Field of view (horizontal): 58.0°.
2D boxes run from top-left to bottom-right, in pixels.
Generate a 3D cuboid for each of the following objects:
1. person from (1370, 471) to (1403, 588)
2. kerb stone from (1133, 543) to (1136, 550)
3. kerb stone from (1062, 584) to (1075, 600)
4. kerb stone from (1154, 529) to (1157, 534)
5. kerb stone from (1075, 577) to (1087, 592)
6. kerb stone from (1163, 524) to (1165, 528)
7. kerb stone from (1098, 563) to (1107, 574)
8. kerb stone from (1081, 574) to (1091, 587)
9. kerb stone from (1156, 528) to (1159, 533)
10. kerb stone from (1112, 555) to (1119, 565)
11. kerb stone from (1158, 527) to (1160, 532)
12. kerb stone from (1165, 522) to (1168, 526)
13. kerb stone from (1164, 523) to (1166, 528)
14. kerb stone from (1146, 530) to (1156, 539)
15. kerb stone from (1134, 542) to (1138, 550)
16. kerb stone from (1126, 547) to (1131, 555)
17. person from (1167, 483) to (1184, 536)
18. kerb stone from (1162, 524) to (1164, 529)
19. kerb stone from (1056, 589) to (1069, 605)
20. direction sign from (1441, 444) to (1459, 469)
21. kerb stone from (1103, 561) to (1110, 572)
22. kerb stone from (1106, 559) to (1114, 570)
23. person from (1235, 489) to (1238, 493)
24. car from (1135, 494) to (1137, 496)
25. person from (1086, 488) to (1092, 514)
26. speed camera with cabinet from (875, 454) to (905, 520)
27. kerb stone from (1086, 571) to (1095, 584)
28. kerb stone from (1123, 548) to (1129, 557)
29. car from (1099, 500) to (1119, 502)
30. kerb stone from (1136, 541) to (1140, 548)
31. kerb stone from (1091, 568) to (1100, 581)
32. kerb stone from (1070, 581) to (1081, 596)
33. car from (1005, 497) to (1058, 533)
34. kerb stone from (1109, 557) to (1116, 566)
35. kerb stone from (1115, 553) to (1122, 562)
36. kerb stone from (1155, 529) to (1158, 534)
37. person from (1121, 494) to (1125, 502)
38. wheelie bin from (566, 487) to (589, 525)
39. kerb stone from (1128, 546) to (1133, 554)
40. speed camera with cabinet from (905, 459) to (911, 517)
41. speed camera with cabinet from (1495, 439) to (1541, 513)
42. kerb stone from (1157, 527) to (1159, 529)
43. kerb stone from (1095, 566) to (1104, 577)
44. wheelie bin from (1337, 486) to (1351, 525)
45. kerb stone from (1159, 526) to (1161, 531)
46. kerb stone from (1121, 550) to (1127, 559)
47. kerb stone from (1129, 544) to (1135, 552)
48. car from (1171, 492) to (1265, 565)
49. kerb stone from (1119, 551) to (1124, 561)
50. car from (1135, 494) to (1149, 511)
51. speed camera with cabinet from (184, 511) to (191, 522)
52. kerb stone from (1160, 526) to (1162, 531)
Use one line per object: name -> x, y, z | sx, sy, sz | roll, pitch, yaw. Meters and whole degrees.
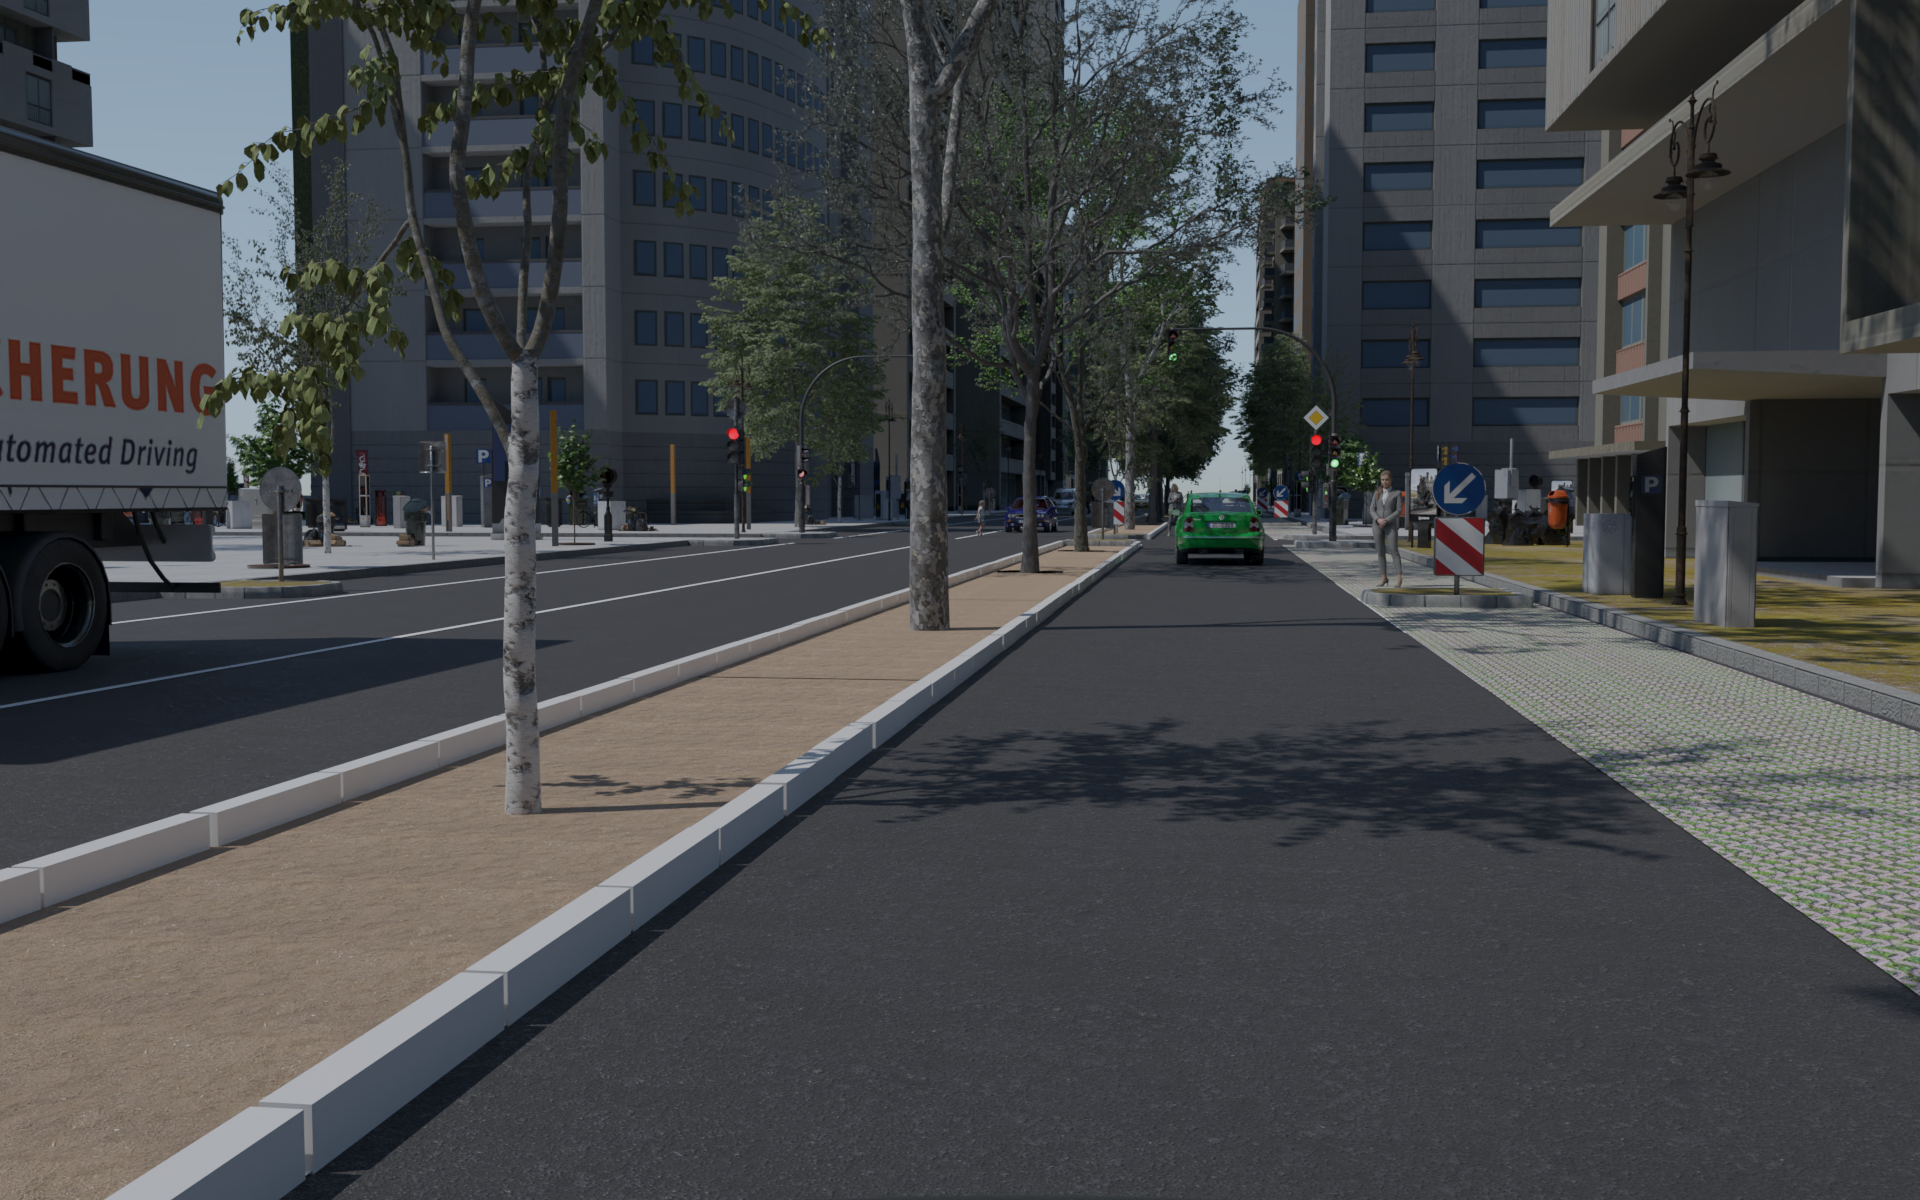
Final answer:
person -> 6.525, -1.086, 26.528 | 0.520, 1.790, 0.573 | 1, 4, 17
kerb stone -> 4.209, -1.255, 42.713 | 0.120, 0.150, 1.000 | 1, 4, 8
kerb stone -> 1.423, -0.074, 23.412 | 0.120, 0.150, 1.000 | 1, 4, 8
kerb stone -> 6.477, -2.216, 58.429 | 0.120, 0.150, 1.000 | 1, 4, 8
kerb stone -> 1.732, -0.196, 25.436 | 0.120, 0.150, 1.000 | 1, 4, 8
kerb stone -> 7.949, -2.836, 68.567 | 0.120, 0.150, 1.000 | 1, 4, 8
kerb stone -> 2.457, -0.506, 30.520 | 0.120, 0.150, 1.000 | 1, 4, 8
kerb stone -> 1.868, -0.259, 26.454 | 0.120, 0.150, 1.000 | 1, 4, 8
kerb stone -> 6.775, -2.340, 60.456 | 0.120, 0.150, 1.000 | 1, 4, 8
kerb stone -> 3.036, -0.755, 34.578 | 0.120, 0.150, 1.000 | 1, 4, 8
kerb stone -> 7.059, -2.464, 62.483 | 0.120, 0.150, 1.000 | 1, 4, 8
kerb stone -> 8.532, -3.085, 72.629 | 0.120, 0.150, 1.000 | 1, 4, 8
kerb stone -> 8.237, -2.961, 70.607 | 0.120, 0.150, 1.000 | 1, 4, 8
kerb stone -> 6.326, -2.151, 57.411 | 0.120, 0.150, 1.000 | 1, 4, 8
kerb stone -> 4.359, -1.317, 43.730 | 0.120, 0.150, 1.000 | 1, 4, 8
kerb stone -> 3.773, -1.068, 39.658 | 0.120, 0.150, 1.000 | 1, 4, 8
person -> 7.339, -3.073, 58.925 | 0.537, 1.800, 0.526 | 1, 4, 16
kerb stone -> 7.791, -2.773, 67.554 | 0.120, 0.150, 1.000 | 1, 4, 8
kerb stone -> 1.280, -0.010, 22.391 | 0.120, 0.150, 1.000 | 1, 4, 8
direction sign -> 22.283, -5.313, 78.858 | 0.379, 3.537, 0.876 | -3, 5, -41
kerb stone -> 2.600, -0.571, 31.537 | 0.120, 0.150, 1.000 | 1, 4, 8
kerb stone -> 2.750, -0.627, 32.549 | 0.120, 0.150, 1.000 | 1, 4, 8
person -> 20.392, -7.266, 127.568 | 0.850, 1.792, 0.678 | -1, 4, -10
car -> 20.382, -12.048, 205.785 | 1.959, 1.807, 4.718 | 1, 4, 9
person -> 9.231, -7.120, 124.826 | 0.656, 1.842, 0.836 | 2, 4, 26
speed camera with cabinet -> -3.590, -5.607, 86.013 | 0.660, 3.252, 2.038 | -2, 4, -25
kerb stone -> 2.013, -0.321, 27.468 | 0.120, 0.150, 1.000 | 1, 4, 8
kerb stone -> 3.624, -1.006, 38.647 | 0.120, 0.150, 1.000 | 1, 4, 8
car -> 15.400, -10.170, 178.634 | 2.083, 1.381, 4.827 | 1, 4, 10
kerb stone -> 4.510, -1.379, 44.741 | 0.120, 0.150, 1.000 | 1, 4, 8
kerb stone -> 2.164, -0.380, 28.482 | 0.120, 0.150, 1.000 | 1, 4, 8
kerb stone -> 1.572, -0.136, 24.423 | 0.120, 0.150, 1.000 | 1, 4, 8
car -> 2.723, -3.254, 65.789 | 1.945, 1.354, 3.894 | 1, 4, 9
kerb stone -> 2.892, -0.694, 33.565 | 0.120, 0.150, 1.000 | 1, 4, 8
kerb stone -> 3.184, -0.819, 35.592 | 0.120, 0.150, 1.000 | 1, 4, 8
kerb stone -> 6.623, -2.278, 59.445 | 0.120, 0.150, 1.000 | 1, 4, 8
person -> 9.686, -5.732, 102.028 | 0.655, 1.846, 0.447 | -2, 4, -32
wheelie bin -> -15.622, -3.857, 70.963 | 0.693, 1.594, 0.980 | 3, 5, 44
kerb stone -> 3.918, -1.130, 40.674 | 0.120, 0.150, 1.000 | 1, 4, 8
speed camera with cabinet -> -3.059, -6.254, 96.584 | 0.660, 3.252, 2.038 | 3, 4, 38
speed camera with cabinet -> 20.121, -4.167, 62.462 | 2.038, 3.252, 0.660 | -3, 4, -38
kerb stone -> 6.916, -2.401, 61.469 | 0.120, 0.150, 1.000 | 1, 4, 8
kerb stone -> 2.311, -0.439, 29.496 | 0.120, 0.150, 1.000 | 1, 4, 8
wheelie bin -> 15.611, -3.871, 71.203 | 0.980, 1.594, 0.693 | 3, 4, 36
kerb stone -> 7.204, -2.526, 63.494 | 0.120, 0.150, 1.000 | 1, 4, 8
kerb stone -> 3.490, -0.944, 37.629 | 0.120, 0.150, 1.000 | 1, 4, 8
kerb stone -> 4.067, -1.192, 41.691 | 0.120, 0.150, 1.000 | 1, 4, 8
car -> 5.449, -1.703, 36.644 | 1.959, 1.807, 4.718 | 0, 4, 6
kerb stone -> 3.327, -0.882, 36.610 | 0.120, 0.150, 1.000 | 1, 4, 8
car -> 15.748, -8.490, 149.037 | 2.015, 1.641, 3.980 | 1, 4, 10
speed camera with cabinet -> -35.703, -5.296, 80.926 | 0.660, 3.252, 2.038 | 0, 4, 1
kerb stone -> 7.358, -2.588, 64.511 | 0.120, 0.150, 1.000 | 1, 4, 8
